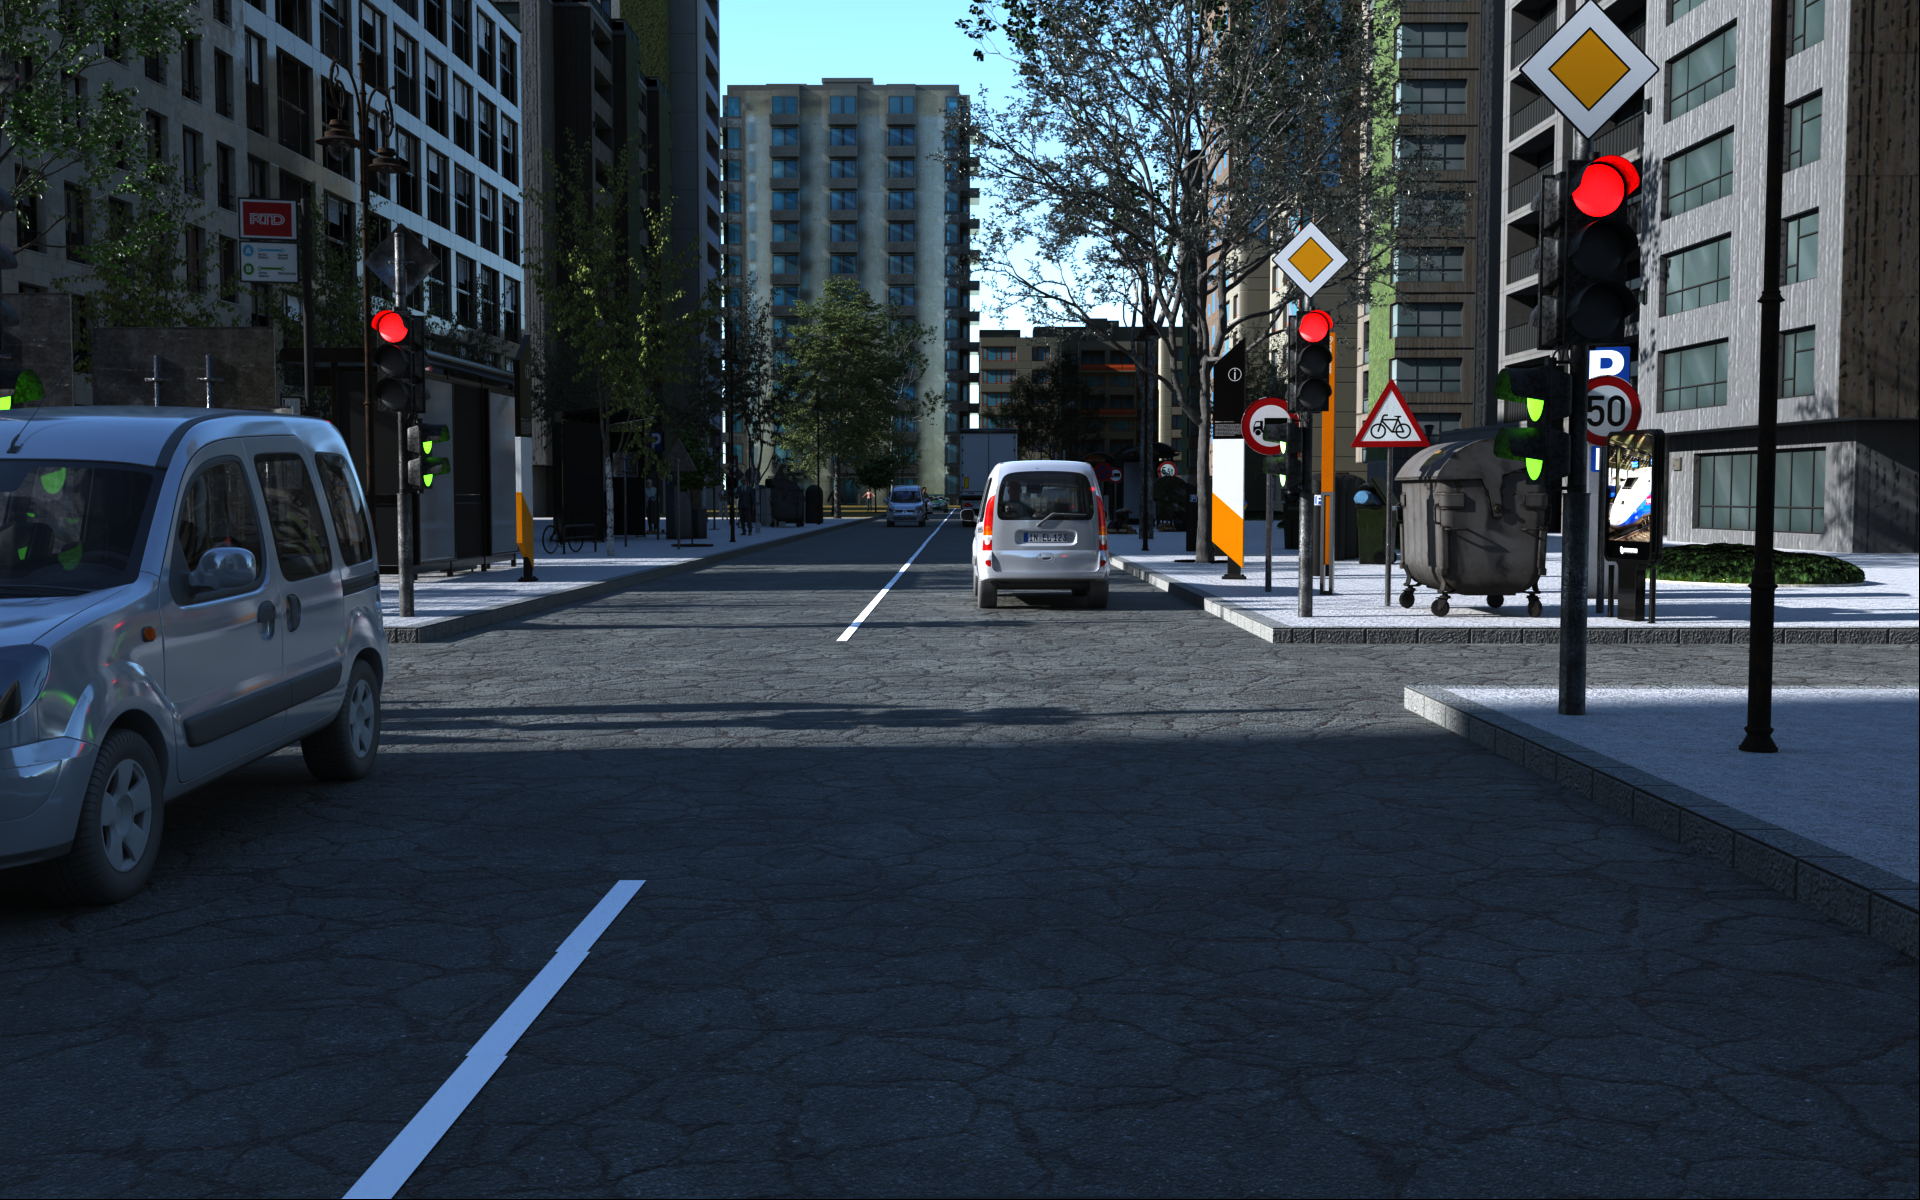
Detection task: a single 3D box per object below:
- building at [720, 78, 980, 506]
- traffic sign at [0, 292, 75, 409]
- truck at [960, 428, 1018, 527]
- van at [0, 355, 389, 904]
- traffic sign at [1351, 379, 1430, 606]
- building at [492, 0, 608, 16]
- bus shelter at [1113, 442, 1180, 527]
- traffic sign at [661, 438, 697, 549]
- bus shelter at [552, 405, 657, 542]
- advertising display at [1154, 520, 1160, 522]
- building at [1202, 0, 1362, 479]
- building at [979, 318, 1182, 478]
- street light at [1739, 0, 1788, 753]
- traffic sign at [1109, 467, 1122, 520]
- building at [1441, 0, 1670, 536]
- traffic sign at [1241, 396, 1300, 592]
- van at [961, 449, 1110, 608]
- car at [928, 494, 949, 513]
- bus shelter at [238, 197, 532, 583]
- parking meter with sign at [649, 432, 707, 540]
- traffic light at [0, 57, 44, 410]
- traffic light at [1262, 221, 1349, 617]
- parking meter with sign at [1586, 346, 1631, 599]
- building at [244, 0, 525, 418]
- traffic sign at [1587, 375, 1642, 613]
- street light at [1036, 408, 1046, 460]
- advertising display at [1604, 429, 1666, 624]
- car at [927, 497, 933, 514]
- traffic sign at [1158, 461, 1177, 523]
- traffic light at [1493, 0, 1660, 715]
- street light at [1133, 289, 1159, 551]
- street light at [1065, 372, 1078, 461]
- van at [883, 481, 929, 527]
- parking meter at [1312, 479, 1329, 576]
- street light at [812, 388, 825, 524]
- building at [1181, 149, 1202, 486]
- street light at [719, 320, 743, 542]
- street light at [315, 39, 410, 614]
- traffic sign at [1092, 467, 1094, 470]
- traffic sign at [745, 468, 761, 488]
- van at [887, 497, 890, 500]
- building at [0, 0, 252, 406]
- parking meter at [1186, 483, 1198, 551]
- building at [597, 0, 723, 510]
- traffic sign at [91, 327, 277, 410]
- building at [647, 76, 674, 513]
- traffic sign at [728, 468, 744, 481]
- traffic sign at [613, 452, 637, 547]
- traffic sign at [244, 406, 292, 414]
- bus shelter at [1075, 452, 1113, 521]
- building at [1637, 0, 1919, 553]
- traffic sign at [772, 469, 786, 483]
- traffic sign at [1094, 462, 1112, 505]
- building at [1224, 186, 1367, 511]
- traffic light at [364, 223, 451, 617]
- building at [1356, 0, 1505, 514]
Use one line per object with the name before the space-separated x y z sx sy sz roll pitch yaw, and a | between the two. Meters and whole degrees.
building | -12.956 -35.631 202.181 30.456 49.044 23.786 0 4 0
traffic sign | -10.095 -1.452 17.612 2.265 3.308 0.079 0 4 4
truck | 1.340 -5.534 79.397 2.839 4.237 11.283 0 4 1
van | -3.776 -0.020 7.333 2.013 2.044 4.112 0 4 -2
traffic sign | 4.886 -1.205 19.710 0.884 2.594 0.081 0 4 6
building | -26.656 -20.108 100.459 14.160 30.474 14.107 0 4 0
bus shelter | 7.542 -4.646 69.880 2.014 3.302 5.546 0 4 0
traffic sign | -6.532 -2.456 40.166 0.884 2.594 0.081 0 4 3
bus shelter | -9.961 -3.528 48.960 1.731 3.624 6.357 0 3 0
advertising display | 8.663 -4.474 78.368 0.974 1.923 0.123 -1 4 -21
building | 26.413 -29.521 132.783 14.600 45.320 14.200 0 4 0
building | 16.730 -22.005 204.814 28.899 21.520 27.650 0 4 0
street light | 3.994 -2.183 8.485 0.468 5.910 1.993 0 4 0
traffic sign | 7.404 -5.040 82.516 0.768 2.556 0.104 0 4 4
building | 29.025 -37.765 55.704 20.563 71.187 20.611 0 4 0
traffic sign | 4.051 -1.381 22.678 0.768 2.556 0.104 0 4 3
van | 1.021 -0.984 23.106 2.013 2.044 4.112 0 4 -1
car | -1.865 -7.450 133.609 2.131 1.459 4.920 0 4 1
bus shelter | -8.658 -2.971 26.215 2.179 5.291 8.768 0 4 0
parking meter with sign | -7.973 -3.242 49.263 0.543 3.016 1.738 3 4 39
traffic light | -5.808 -1.291 10.024 0.839 4.253 0.868 0 4 0
traffic light | 3.589 -1.778 17.984 0.839 4.253 0.868 0 4 0
parking meter with sign | 8.007 -1.536 21.370 0.543 3.016 1.738 2 4 25
building | -30.559 -15.990 65.946 19.350 26.468 34.151 0 4 0
traffic sign | 6.904 -1.132 18.611 0.768 2.556 0.104 0 4 1
street light | 4.347 -7.339 92.777 0.468 5.910 1.993 0 4 0
advertising display | 6.824 -0.755 17.558 0.123 1.923 0.974 0 4 -6
car | -2.947 -6.867 124.640 2.083 1.381 4.827 0 4 2
traffic sign | 8.022 -4.093 67.029 0.768 2.556 0.104 0 4 3
traffic light | 3.554 -1.289 9.999 0.839 4.253 0.868 0 4 0
street light | 4.208 -4.059 39.157 0.468 5.910 1.993 0 4 0
street light | 4.226 -5.699 65.967 0.468 5.910 1.993 0 4 0
van | -2.380 -4.277 76.935 2.013 2.044 4.112 0 3 0
parking meter | 5.647 -1.146 27.153 0.372 1.533 0.369 0 3 0
street light | -5.967 -6.125 72.939 0.468 5.910 1.993 0 4 0
building | 25.779 -23.018 148.047 14.160 30.474 14.107 0 4 0
street light | -6.076 -4.486 46.129 0.468 5.910 1.993 0 4 0
street light | -6.240 -2.781 18.255 0.468 5.910 1.993 0 4 0
traffic sign | 6.146 -4.975 81.439 0.768 2.556 0.104 0 4 8
traffic sign | -9.833 -5.017 82.133 0.768 2.556 0.104 0 4 2
van | -3.681 -6.410 111.807 2.013 2.044 4.112 0 4 0
building | -25.148 -11.336 40.098 10.420 20.320 16.860 0 4 0
parking meter | 5.264 -1.862 38.858 0.372 1.533 0.369 0 3 0
building | -34.467 -36.791 143.529 28.212 58.520 21.231 0 4 0
traffic sign | -9.448 -1.667 21.122 2.265 3.308 0.079 0 4 2
building | -27.168 -20.969 114.543 14.160 30.474 14.107 0 4 0
traffic sign | -10.658 -5.060 82.457 0.795 2.593 0.064 1 4 8
traffic sign | -8.137 -2.445 42.108 0.606 2.300 0.079 0 4 8
traffic sign | -8.051 -1.105 20.195 0.606 2.300 0.079 1 4 9
bus shelter | 6.621 -5.592 85.360 2.014 3.302 5.546 0 4 0
building | 25.362 -16.399 39.821 14.107 30.474 14.160 0 4 0
traffic sign | -8.528 -5.024 82.140 0.884 2.594 0.081 1 4 9
traffic sign | 5.749 -4.258 69.723 0.768 2.556 0.104 0 4 3
building | 32.809 -16.326 111.972 27.650 21.520 28.899 0 4 0
traffic light | -5.772 -1.779 18.009 0.839 4.253 0.868 0 4 0
building | 27.013 -24.585 85.564 14.154 41.232 14.086 0 4 0
